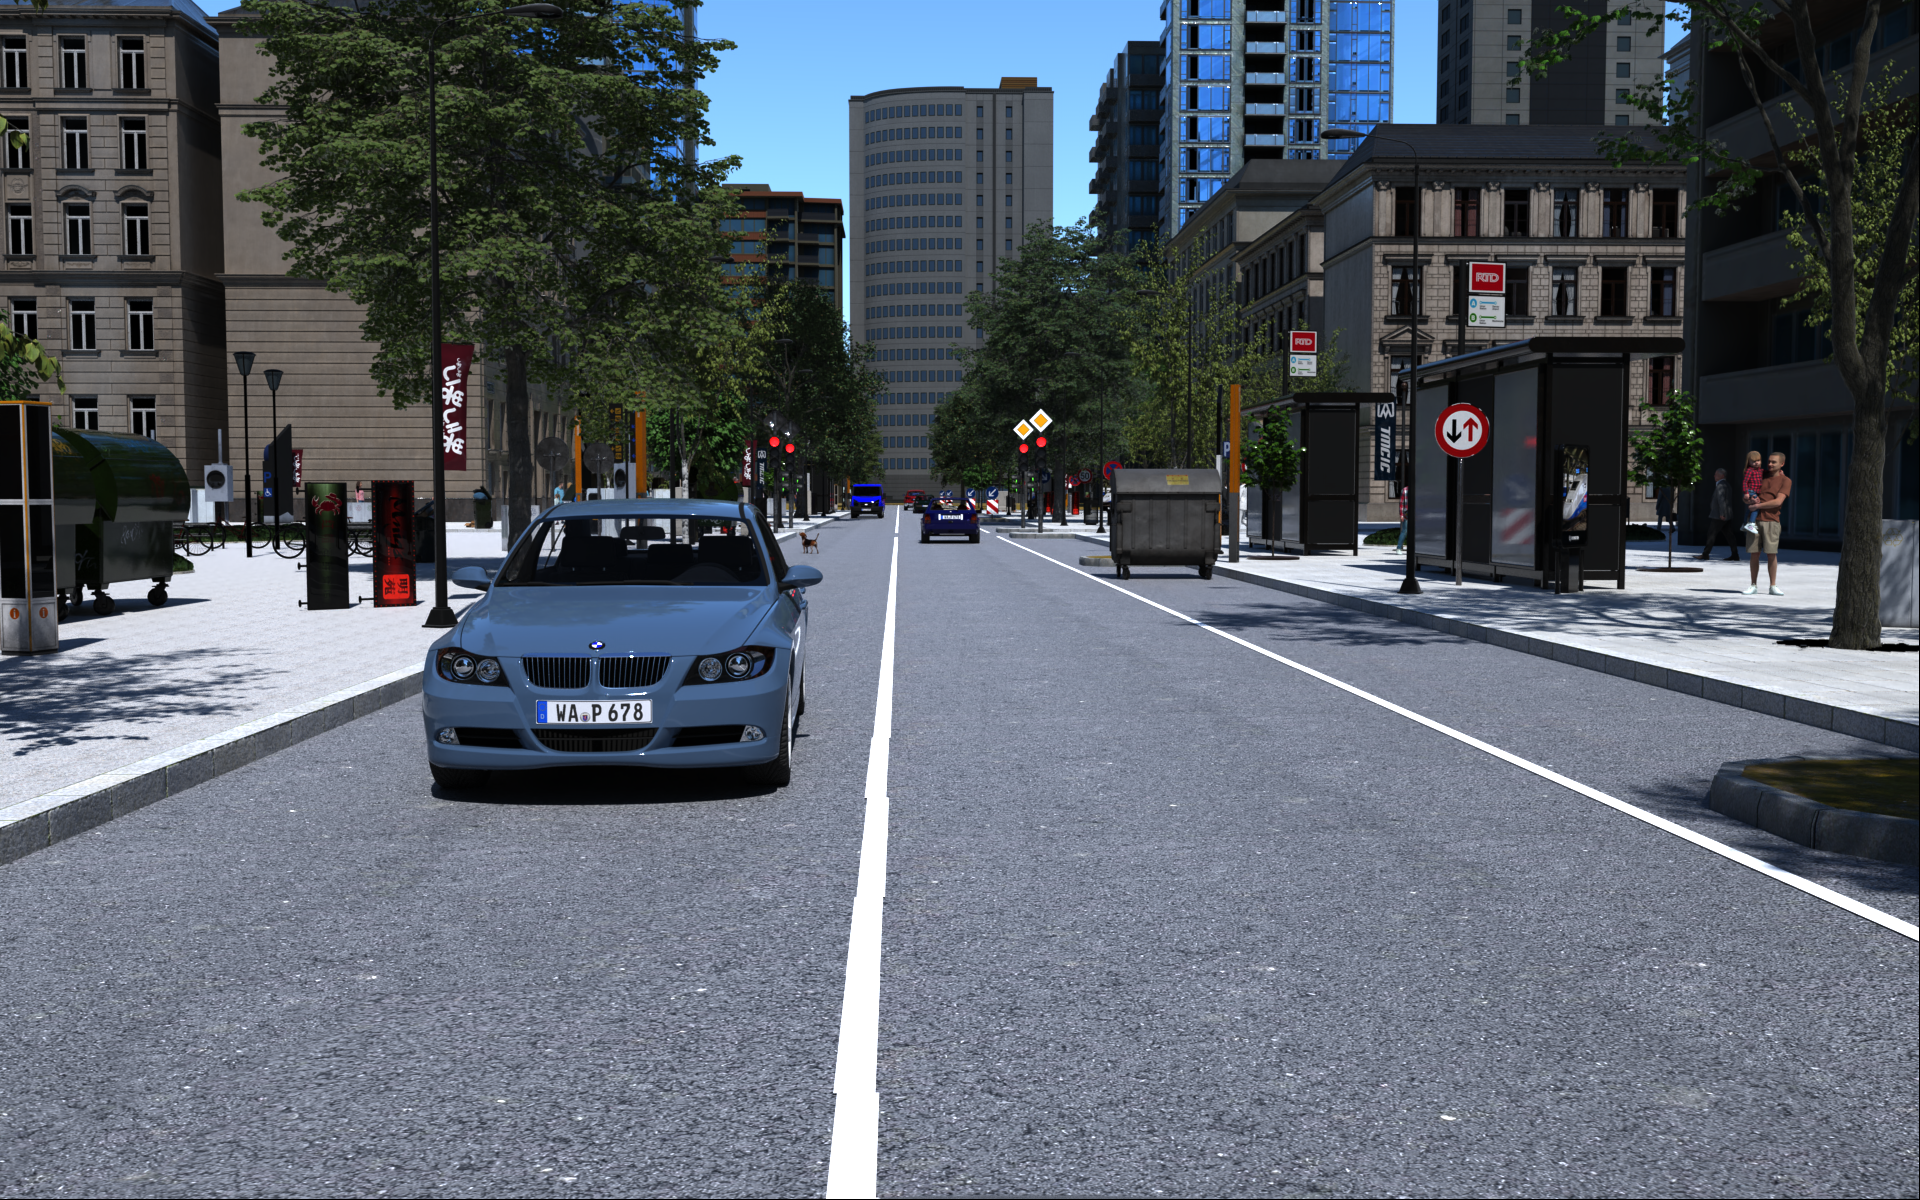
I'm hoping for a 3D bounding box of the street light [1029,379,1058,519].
[{"bbox_3d":[3.679,-5.961,70.010,1.470,5.913,1.316,0,4,-2],"label":"street light"}]

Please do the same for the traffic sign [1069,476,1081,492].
[{"bbox_3d":[7.163,-6.595,107.937,0.768,2.556,0.104,0,3,0],"label":"traffic sign"}]

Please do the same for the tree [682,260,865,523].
[{"bbox_3d":[-7.582,-8.303,70.160,8.767,10.594,7.601,1,4,13],"label":"tree"}]

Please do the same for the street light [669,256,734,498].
[{"bbox_3d":[-5.094,-3.752,33.889,1.470,5.913,1.316,0,4,-2],"label":"street light"}]

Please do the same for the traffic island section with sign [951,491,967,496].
[{"bbox_3d":[0.590,-6.632,117.063,1.989,1.847,2.006,0,4,-2],"label":"traffic island section with sign"}]

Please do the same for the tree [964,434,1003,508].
[{"bbox_3d":[2.141,-12.896,161.210,4.737,8.622,4.395,0,3,0],"label":"tree"}]

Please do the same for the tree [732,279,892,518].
[{"bbox_3d":[-8.510,-10.734,92.505,9.611,12.733,9.660,0,3,0],"label":"tree"}]

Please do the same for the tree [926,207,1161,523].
[{"bbox_3d":[4.346,-10.445,77.437,9.857,13.997,8.962,0,3,0],"label":"tree"}]

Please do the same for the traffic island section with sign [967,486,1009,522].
[{"bbox_3d":[1.530,-4.969,89.870,1.989,1.847,2.006,0,4,-2],"label":"traffic island section with sign"}]

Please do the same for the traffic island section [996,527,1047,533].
[{"bbox_3d":[2.394,-2.617,65.070,2.009,0.180,2.903,0,4,-2],"label":"traffic island section"}]

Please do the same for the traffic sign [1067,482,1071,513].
[{"bbox_3d":[7.394,-7.173,119.412,0.606,2.300,0.079,0,4,2],"label":"traffic sign"}]

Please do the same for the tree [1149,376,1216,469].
[{"bbox_3d":[13.195,-9.439,104.693,4.360,8.622,3.978,0,3,0],"label":"tree"}]

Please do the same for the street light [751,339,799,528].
[{"bbox_3d":[-5.713,-4.863,52.052,1.470,5.913,1.316,0,4,-2],"label":"street light"}]

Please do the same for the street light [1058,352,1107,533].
[{"bbox_3d":[4.111,-5.158,56.873,1.470,5.913,1.316,0,4,-2],"label":"street light"}]

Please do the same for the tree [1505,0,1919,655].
[{"bbox_3d":[7.375,-5.393,13.926,9.928,11.665,9.643,0,3,0],"label":"tree"}]

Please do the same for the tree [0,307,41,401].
[{"bbox_3d":[-13.855,-2.381,22.648,4.285,4.588,4.351,0,3,0],"label":"tree"}]

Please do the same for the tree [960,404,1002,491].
[{"bbox_3d":[3.271,-12.122,132.606,7.601,10.594,8.767,0,4,3],"label":"tree"}]

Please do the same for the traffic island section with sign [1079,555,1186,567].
[{"bbox_3d":[3.449,-1.614,35.013,1.989,1.847,2.006,0,4,-2],"label":"traffic island section with sign"}]

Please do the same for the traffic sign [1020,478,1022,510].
[{"bbox_3d":[4.811,-8.407,137.552,0.768,2.556,0.104,0,4,-2],"label":"traffic sign"}]

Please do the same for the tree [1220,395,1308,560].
[{"bbox_3d":[6.204,-2.416,34.110,1.663,3.219,1.824,0,3,0],"label":"tree"}]

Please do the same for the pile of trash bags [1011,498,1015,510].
[{"bbox_3d":[3.370,-7.691,135.505,1.912,1.369,3.447,1,4,10],"label":"pile of trash bags"}]

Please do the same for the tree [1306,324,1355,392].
[{"bbox_3d":[14.702,-7.435,71.921,4.737,8.622,4.395,0,3,0],"label":"tree"}]

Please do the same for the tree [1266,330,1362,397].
[{"bbox_3d":[15.749,-7.757,77.190,4.360,8.622,3.978,0,3,0],"label":"tree"}]

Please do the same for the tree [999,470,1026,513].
[{"bbox_3d":[3.712,-7.480,116.906,1.663,3.219,1.824,0,3,0],"label":"tree"}]

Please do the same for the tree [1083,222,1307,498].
[{"bbox_3d":[6.168,-5.939,47.464,4.737,8.622,4.395,0,3,0],"label":"tree"}]

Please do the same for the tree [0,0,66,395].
[{"bbox_3d":[-5.595,-3.498,7.549,4.737,8.622,4.395,0,3,0],"label":"tree"}]

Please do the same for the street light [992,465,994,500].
[{"bbox_3d":[2.426,-8.115,105.222,1.470,5.913,1.316,0,4,-2],"label":"street light"}]

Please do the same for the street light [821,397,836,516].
[{"bbox_3d":[-6.795,-6.729,82.562,1.470,5.913,1.316,0,4,-2],"label":"street light"}]

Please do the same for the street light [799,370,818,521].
[{"bbox_3d":[-6.195,-5.640,64.761,1.470,5.913,1.316,0,4,-2],"label":"street light"}]

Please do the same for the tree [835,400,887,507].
[{"bbox_3d":[-11.128,-15.500,171.545,7.486,12.596,7.792,0,3,0],"label":"tree"}]

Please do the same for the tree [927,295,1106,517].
[{"bbox_3d":[4.100,-11.064,97.903,9.611,12.733,9.660,0,3,0],"label":"tree"}]

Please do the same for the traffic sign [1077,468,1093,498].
[{"bbox_3d":[6.097,-5.172,84.669,0.768,2.556,0.104,0,4,1],"label":"traffic sign"}]

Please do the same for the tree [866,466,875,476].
[{"bbox_3d":[-12.759,-16.261,216.229,4.360,8.622,3.978,0,3,0],"label":"tree"}]

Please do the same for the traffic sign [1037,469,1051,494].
[{"bbox_3d":[4.040,-5.169,84.621,0.768,2.556,0.104,0,4,0],"label":"traffic sign"}]

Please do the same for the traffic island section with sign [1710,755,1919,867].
[{"bbox_3d":[4.418,0.073,7.431,1.989,1.847,2.006,0,4,-2],"label":"traffic island section with sign"}]

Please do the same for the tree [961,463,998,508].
[{"bbox_3d":[1.693,-10.472,154.924,4.285,4.588,4.351,0,3,0],"label":"tree"}]

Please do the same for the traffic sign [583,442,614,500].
[{"bbox_3d":[-8.919,-2.611,42.789,0.768,2.556,0.104,0,4,1],"label":"traffic sign"}]

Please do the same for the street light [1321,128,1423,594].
[{"bbox_3d":[5.280,-3.037,22.200,1.470,5.913,1.316,0,4,-2],"label":"street light"}]

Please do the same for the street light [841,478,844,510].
[{"bbox_3d":[-7.348,-7.790,99.899,1.470,5.913,1.316,0,4,-2],"label":"street light"}]

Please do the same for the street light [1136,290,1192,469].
[{"bbox_3d":[4.695,-4.098,39.536,1.470,5.913,1.316,0,4,-2],"label":"street light"}]

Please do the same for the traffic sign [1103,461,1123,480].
[{"bbox_3d":[5.868,-4.059,66.463,0.768,2.556,0.104,0,4,1],"label":"traffic sign"}]

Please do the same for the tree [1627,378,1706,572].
[{"bbox_3d":[11.906,-2.094,28.838,1.663,3.219,1.824,0,3,0],"label":"tree"}]

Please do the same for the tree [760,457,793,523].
[{"bbox_3d":[-8.173,-5.114,78.209,1.663,3.219,1.824,0,3,0],"label":"tree"}]

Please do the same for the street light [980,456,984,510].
[{"bbox_3d":[1.790,-9.177,122.579,1.470,5.913,1.316,0,4,-2],"label":"street light"}]

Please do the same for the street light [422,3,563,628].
[{"bbox_3d":[-4.461,-2.692,16.555,1.470,5.913,1.316,0,4,-2],"label":"street light"}]

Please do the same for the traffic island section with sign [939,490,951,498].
[{"bbox_3d":[-2.108,-11.331,193.892,1.989,1.847,2.006,0,4,-2],"label":"traffic island section with sign"}]

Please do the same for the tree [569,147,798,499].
[{"bbox_3d":[-5.737,-5.330,37.503,4.737,8.622,4.395,0,3,0],"label":"tree"}]

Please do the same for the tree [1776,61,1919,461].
[{"bbox_3d":[15.877,-4.851,29.682,4.737,8.622,4.395,0,3,0],"label":"tree"}]

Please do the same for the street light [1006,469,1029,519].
[{"bbox_3d":[3.058,-7.049,87.791,1.470,5.913,1.316,0,4,-2],"label":"street light"}]

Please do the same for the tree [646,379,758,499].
[{"bbox_3d":[-7.031,-3.840,46.504,4.285,4.588,4.351,0,3,0],"label":"tree"}]

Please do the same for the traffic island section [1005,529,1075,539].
[{"bbox_3d":[2.673,-2.129,57.089,2.009,0.180,2.903,0,4,-2],"label":"traffic island section"}]

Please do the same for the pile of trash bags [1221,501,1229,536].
[{"bbox_3d":[6.787,-2.672,53.439,3.447,1.369,1.912,-2,4,-33],"label":"pile of trash bags"}]

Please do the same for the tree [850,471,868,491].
[{"bbox_3d":[-11.639,-12.880,194.301,4.285,4.588,4.351,0,3,0],"label":"tree"}]

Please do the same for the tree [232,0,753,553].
[{"bbox_3d":[-7.014,-6.571,25.570,7.486,12.596,7.792,0,3,0],"label":"tree"}]

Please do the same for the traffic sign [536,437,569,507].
[{"bbox_3d":[-9.047,-2.344,38.436,0.768,2.556,0.104,0,4,6],"label":"traffic sign"}]
